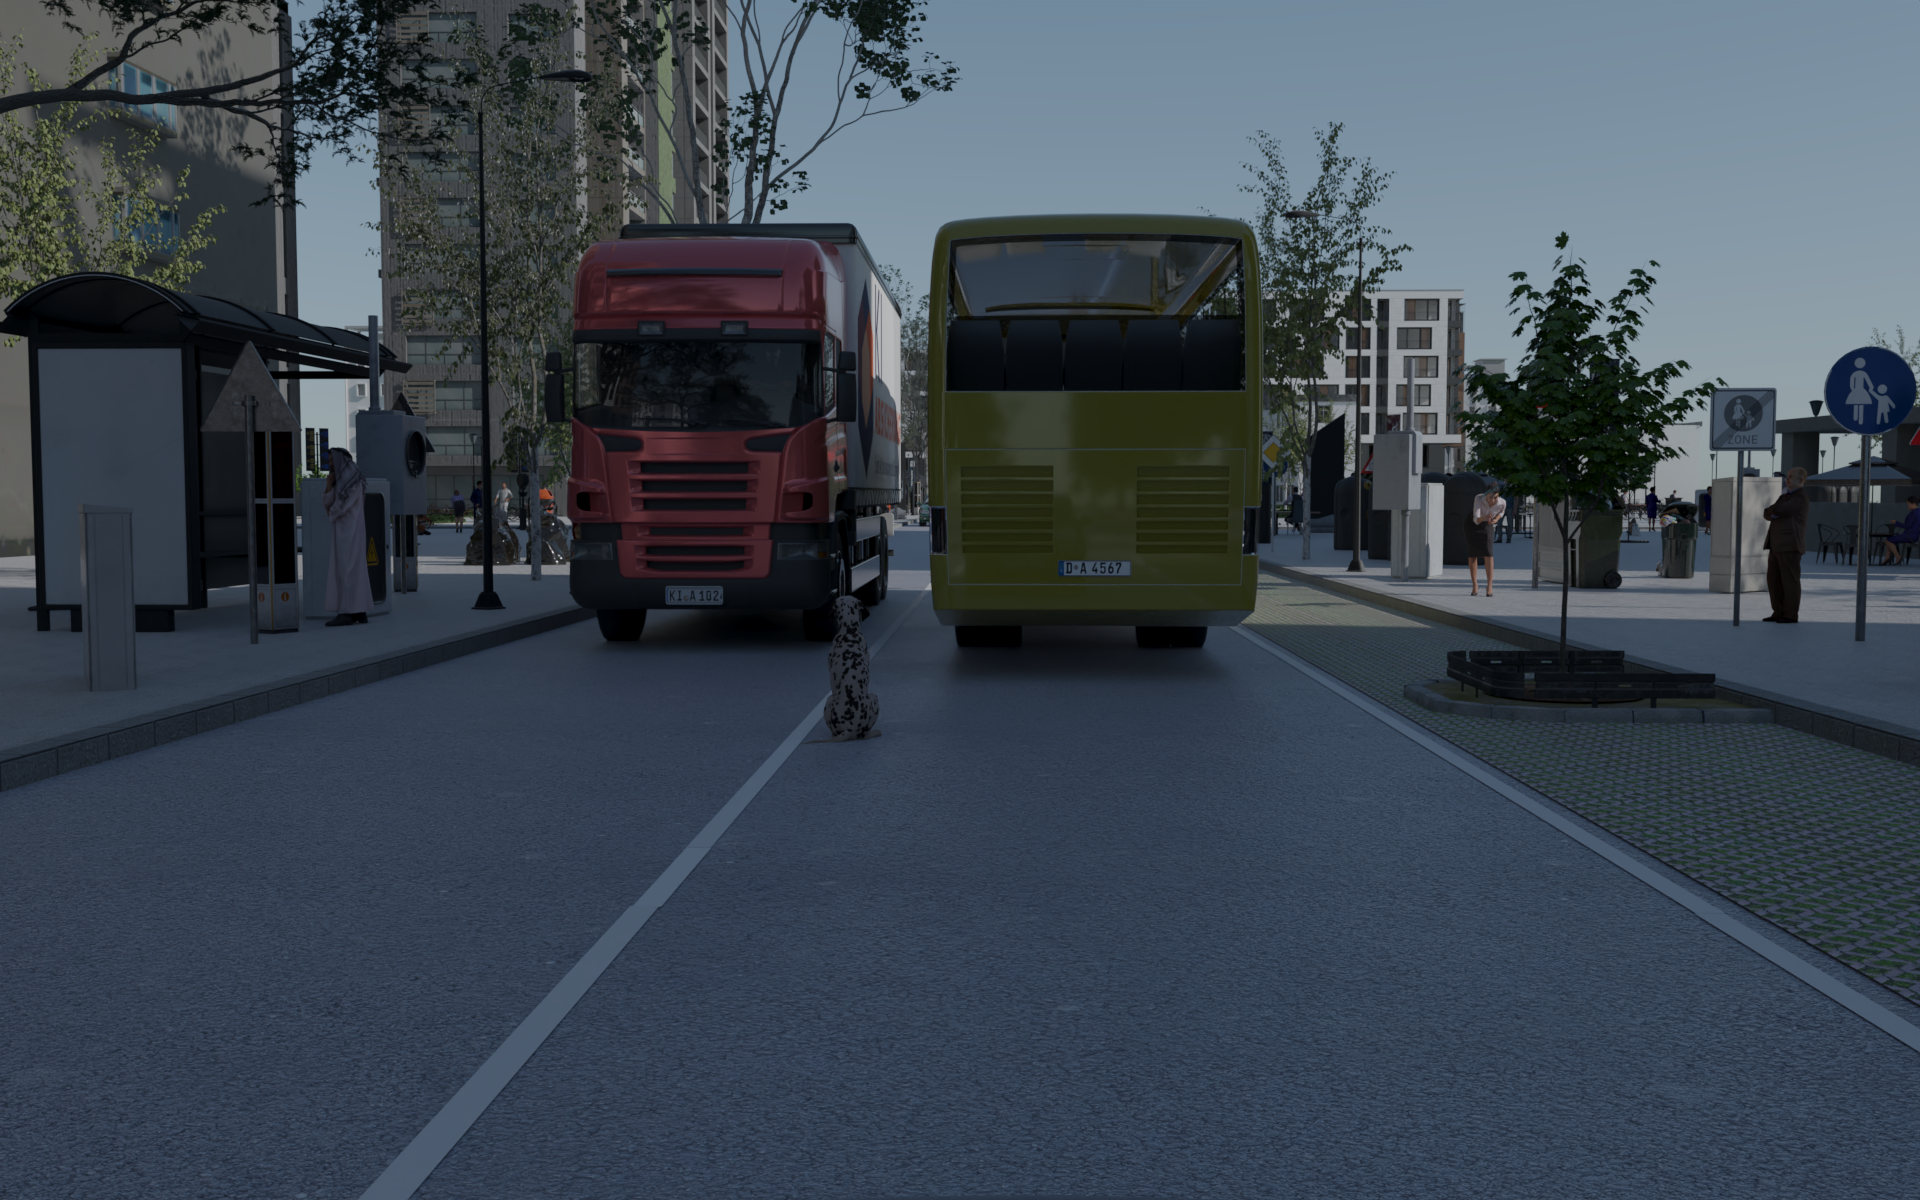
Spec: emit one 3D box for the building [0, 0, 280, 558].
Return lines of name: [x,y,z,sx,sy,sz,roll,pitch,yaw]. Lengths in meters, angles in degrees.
building: [-29.719,-25.253,36.581,21.600,48.544,21.300,0,4,2]

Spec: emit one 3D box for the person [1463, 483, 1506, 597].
person: [6.555,-0.760,21.653,0.628,1.438,0.799,-2,4,-30]

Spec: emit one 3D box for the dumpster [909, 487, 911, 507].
dumpster: [-4.282,-7.585,126.512,1.502,2.255,1.985,0,4,2]

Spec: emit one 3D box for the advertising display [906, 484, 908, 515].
advertising display: [-3.536,-6.069,104.444,0.974,1.923,0.123,3,5,41]

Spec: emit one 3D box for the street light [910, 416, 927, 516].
street light: [-2.243,-7.969,102.828,1.470,5.913,1.316,0,4,2]

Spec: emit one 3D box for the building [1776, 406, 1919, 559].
building: [34.989,-20.916,33.862,32.217,40.220,23.993,0,4,2]

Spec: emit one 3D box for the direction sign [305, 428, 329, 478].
direction sign: [-21.985,-4.117,59.310,0.379,3.537,0.876,3,4,37]

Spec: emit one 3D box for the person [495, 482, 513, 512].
person: [-20.591,-4.393,78.023,0.875,1.805,0.789,0,4,-2]

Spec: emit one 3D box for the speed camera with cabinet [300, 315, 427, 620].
speed camera with cabinet: [-6.357,-1.482,18.564,0.660,3.252,2.038,0,4,4]

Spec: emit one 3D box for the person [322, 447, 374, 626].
person: [-6.061,-0.631,17.036,0.551,1.740,0.621,3,5,40]

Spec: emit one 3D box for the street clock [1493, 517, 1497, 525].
street clock: [22.485,-4.176,72.851,0.471,2.002,0.358,0,4,-1]

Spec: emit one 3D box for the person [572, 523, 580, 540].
person: [-5.866,-1.127,26.932,0.387,1.526,0.523,-2,4,-34]

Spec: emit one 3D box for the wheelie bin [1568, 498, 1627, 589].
wheelie bin: [8.644,-0.961,23.623,0.693,1.594,0.980,0,3,0]

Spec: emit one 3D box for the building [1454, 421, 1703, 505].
building: [71.490,-15.828,200.934,28.070,9.664,9.099,0,4,2]

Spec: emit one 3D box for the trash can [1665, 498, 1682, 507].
trash can: [29.123,-3.613,70.725,0.748,1.137,0.748,0,3,0]

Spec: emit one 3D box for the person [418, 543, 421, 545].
person: [-13.826,-2.222,43.293,0.541,1.710,0.530,2,4,23]

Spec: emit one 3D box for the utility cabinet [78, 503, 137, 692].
utility cabinet: [-5.757,-0.033,11.708,0.306,1.237,1.020,-2,4,-29]

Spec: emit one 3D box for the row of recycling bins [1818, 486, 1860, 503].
row of recycling bins: [35.324,-3.824,69.627,3.534,1.692,1.069,-3,5,-43]

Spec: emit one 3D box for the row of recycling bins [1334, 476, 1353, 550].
row of recycling bins: [10.315,-2.017,40.086,3.534,1.692,1.069,-1,4,-14]

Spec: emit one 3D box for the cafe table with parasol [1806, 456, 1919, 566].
cafe table with parasol: [16.398,-1.607,31.139,2.610,1.966,2.610,1,4,12]

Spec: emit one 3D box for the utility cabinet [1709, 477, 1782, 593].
utility cabinet: [10.256,-0.853,22.632,1.173,1.500,0.318,-3,4,-36]

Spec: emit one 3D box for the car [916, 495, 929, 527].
car: [-0.894,-4.050,78.009,2.131,1.459,4.920,0,4,1]

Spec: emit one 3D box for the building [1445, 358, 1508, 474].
building: [70.586,-23.949,247.978,11.380,20.091,16.016,0,4,2]

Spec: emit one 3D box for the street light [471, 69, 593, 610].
street light: [-4.721,-2.850,19.132,1.470,5.913,1.316,0,4,2]

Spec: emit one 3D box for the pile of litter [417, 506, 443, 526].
pile of litter: [-21.833,-3.435,70.122,1.719,0.858,1.176,1,4,19]

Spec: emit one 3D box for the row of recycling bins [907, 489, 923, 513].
row of recycling bins: [-4.277,-6.660,116.009,3.534,1.692,1.069,-1,4,-9]

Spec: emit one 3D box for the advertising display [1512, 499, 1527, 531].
advertising display: [19.382,-3.356,60.088,0.123,1.923,0.974,3,5,43]

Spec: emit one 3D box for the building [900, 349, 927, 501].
building: [-11.898,-25.278,257.262,32.646,21.610,27.936,0,4,2]

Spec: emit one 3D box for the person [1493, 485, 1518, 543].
person: [14.246,-2.389,45.237,0.598,1.807,0.434,3,5,45]

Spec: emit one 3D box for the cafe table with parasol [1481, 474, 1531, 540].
cafe table with parasol: [14.474,-2.676,48.612,2.610,1.966,2.610,-1,4,-15]

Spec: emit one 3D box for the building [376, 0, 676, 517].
building: [-25.124,-25.616,102.416,14.154,41.232,14.086,0,4,2]

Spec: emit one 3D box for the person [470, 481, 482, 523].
person: [-16.318,-3.191,58.918,0.504,1.737,0.576,1,4,13]

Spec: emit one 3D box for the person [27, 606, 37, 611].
person: [-9.999,-0.764,19.200,0.621,1.740,0.551,-1,4,-22]

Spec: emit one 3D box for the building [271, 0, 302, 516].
building: [-45.197,-19.653,93.034,14.107,30.474,14.160,0,4,2]

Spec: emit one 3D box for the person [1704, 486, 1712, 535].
person: [23.436,-2.782,53.907,0.453,1.535,0.546,-3,5,-42]

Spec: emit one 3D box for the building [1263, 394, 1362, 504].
building: [29.665,-13.323,159.976,9.099,9.664,28.070,0,4,2]

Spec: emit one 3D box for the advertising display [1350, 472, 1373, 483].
advertising display: [11.984,-2.811,51.175,0.974,1.923,0.123,3,5,44]

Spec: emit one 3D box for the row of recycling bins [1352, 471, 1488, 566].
row of recycling bins: [8.788,-1.566,32.718,1.069,1.692,3.534,-1,4,-15]

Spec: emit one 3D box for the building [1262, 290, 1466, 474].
building: [40.226,-21.147,189.725,27.936,21.610,32.646,0,4,2]

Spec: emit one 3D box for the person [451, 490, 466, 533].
person: [-16.604,-2.938,57.305,0.421,1.427,0.697,-2,4,-27]

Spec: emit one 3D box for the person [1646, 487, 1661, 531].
person: [23.779,-3.119,59.412,0.453,1.535,0.546,2,4,28]

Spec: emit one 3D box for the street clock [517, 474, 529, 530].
street clock: [-15.410,-3.457,61.086,0.358,2.002,0.471,-3,5,-42]

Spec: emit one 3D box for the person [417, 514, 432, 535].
person: [-16.689,-2.421,53.913,0.859,0.850,0.655,-3,4,-39]

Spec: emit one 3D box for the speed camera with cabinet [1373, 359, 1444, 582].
speed camera with cabinet: [6.761,-1.942,26.082,0.660,3.252,2.038,2,4,29]

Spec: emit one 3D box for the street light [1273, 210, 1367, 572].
street light: [6.013,-3.422,28.493,1.470,5.913,1.316,0,4,2]

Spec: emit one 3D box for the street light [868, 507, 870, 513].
street light: [-3.148,-5.968,70.120,1.470,5.913,1.316,0,4,2]

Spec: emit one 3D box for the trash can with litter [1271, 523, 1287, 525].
trash can with litter: [12.787,-3.672,71.091,2.233,1.210,1.678,0,4,6]

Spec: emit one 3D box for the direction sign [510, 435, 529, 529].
direction sign: [-15.961,-4.330,62.792,0.876,3.537,0.379,2,4,30]

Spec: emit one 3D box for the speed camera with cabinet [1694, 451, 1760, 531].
speed camera with cabinet: [26.581,-4.017,60.015,2.038,3.252,0.660,1,4,23]

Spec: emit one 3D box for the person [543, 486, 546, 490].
person: [-23.047,-5.437,95.857,0.530,1.710,0.541,0,4,-3]

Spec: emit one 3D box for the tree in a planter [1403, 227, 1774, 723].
tree in a planter: [4.097,-0.884,11.669,1.991,3.239,1.994,0,4,2]

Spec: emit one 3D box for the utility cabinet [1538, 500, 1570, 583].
utility cabinet: [8.687,-1.001,25.052,0.318,1.500,1.173,0,3,0]

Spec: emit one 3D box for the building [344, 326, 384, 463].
building: [-62.789,-21.056,200.687,11.380,20.091,16.016,0,4,2]

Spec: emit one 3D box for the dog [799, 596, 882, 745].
dog: [-0.737,0.406,10.195,0.513,0.831,0.800,2,4,33]

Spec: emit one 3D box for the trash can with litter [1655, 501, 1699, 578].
trash can with litter: [10.938,-0.932,26.628,0.624,1.170,1.055,0,4,7]

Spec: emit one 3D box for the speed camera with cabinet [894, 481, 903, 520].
speed camera with cabinet: [-3.813,-5.590,85.729,2.038,3.252,0.660,-3,4,-36]

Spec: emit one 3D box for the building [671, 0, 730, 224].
building: [-25.676,-42.115,126.830,20.563,71.187,20.611,0,4,2]
